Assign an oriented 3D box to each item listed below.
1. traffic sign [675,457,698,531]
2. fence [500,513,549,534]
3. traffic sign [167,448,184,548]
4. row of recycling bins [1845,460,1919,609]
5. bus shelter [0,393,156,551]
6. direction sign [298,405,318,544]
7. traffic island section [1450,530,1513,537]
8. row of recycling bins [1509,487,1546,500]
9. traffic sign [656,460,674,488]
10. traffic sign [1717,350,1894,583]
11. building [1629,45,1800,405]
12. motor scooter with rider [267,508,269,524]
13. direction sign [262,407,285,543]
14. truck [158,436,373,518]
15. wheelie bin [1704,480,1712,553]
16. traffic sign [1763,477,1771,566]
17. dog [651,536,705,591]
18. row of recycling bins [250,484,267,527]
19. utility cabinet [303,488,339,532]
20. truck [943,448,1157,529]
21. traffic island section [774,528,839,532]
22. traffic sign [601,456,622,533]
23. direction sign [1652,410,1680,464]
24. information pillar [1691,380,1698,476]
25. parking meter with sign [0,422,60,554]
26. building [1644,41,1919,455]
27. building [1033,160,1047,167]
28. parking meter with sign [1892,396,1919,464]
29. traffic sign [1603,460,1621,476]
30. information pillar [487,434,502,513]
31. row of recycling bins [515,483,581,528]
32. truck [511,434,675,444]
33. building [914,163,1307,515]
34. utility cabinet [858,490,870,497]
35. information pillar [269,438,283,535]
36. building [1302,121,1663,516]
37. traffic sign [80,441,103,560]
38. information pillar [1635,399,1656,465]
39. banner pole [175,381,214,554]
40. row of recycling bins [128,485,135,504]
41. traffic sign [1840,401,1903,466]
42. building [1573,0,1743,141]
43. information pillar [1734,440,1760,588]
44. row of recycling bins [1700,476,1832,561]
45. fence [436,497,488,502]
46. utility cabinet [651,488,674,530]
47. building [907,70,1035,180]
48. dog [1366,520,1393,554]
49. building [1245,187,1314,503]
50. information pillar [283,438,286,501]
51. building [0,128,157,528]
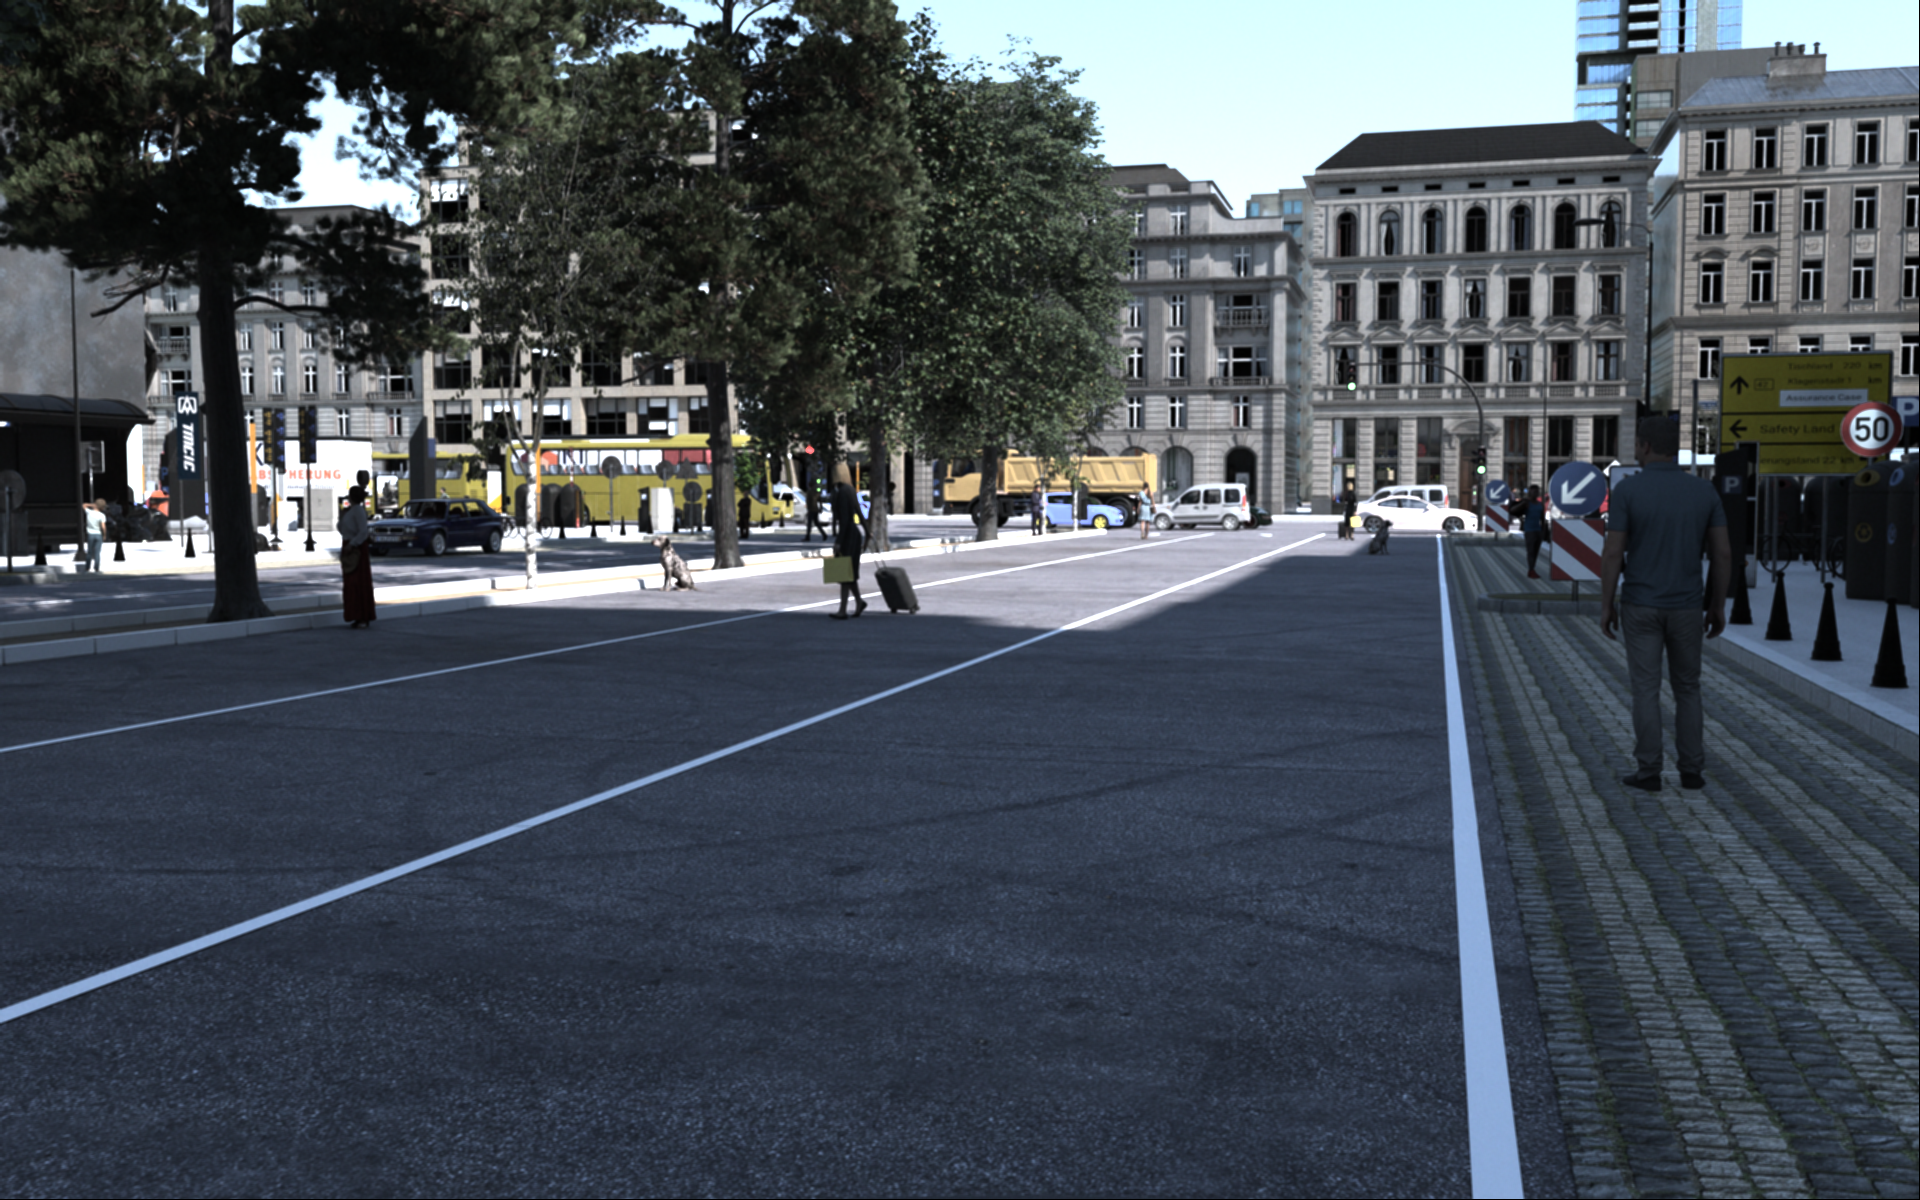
[{"bbox_3d":[-9.608,-3.720,60.831,0.884,2.594,0.081,1,4,17],"label":"traffic sign"},{"bbox_3d":[-14.043,-2.452,55.469,0.278,0.683,2.069,2,4,34],"label":"fence"},{"bbox_3d":[-18.609,-2.530,41.377,0.884,2.594,0.081,1,4,21],"label":"traffic sign"},{"bbox_3d":[11.152,-0.775,19.780,1.069,1.692,3.534,1,4,9],"label":"row of recycling bins"},{"bbox_3d":[-18.852,-2.489,34.620,2.014,3.302,5.546,1,4,15],"label":"bus shelter"},{"bbox_3d":[-16.737,-3.211,44.490,0.876,3.537,0.379,3,5,43],"label":"direction sign"},{"bbox_3d":[17.817,-2.265,59.313,2.009,0.180,2.903,1,4,15],"label":"traffic island section"},{"bbox_3d":[31.681,-5.508,97.171,3.534,1.692,1.069,-3,5,-42],"label":"row of recycling bins"},{"bbox_3d":[-11.085,-3.972,65.044,0.768,2.556,0.104,2,4,23],"label":"traffic sign"},{"bbox_3d":[12.109,-1.898,24.912,2.265,3.308,0.079,1,4,17],"label":"traffic sign"},{"bbox_3d":[70.012,-29.326,163.075,14.154,41.232,14.086,1,4,15],"label":"building"},{"bbox_3d":[-33.542,-4.480,82.208,1.986,1.779,0.876,1,4,16],"label":"motor scooter with rider"},{"bbox_3d":[-18.051,-3.280,45.623,0.379,3.537,0.876,1,4,13],"label":"direction sign"},{"bbox_3d":[-34.770,-5.926,85.804,11.283,4.237,2.839,1,4,13],"label":"truck"},{"bbox_3d":[16.470,-1.846,38.090,0.980,1.594,0.693,1,4,14],"label":"wheelie bin"},{"bbox_3d":[14.448,-1.888,30.980,0.768,2.556,0.104,1,4,22],"label":"traffic sign"},{"bbox_3d":[-4.112,-0.541,25.689,0.800,0.831,0.513,1,4,10],"label":"dog"},{"bbox_3d":[-28.420,-3.788,69.054,1.069,1.692,3.534,-2,4,-32],"label":"row of recycling bins"},{"bbox_3d":[-21.495,-3.031,58.235,1.173,1.500,0.318,1,4,18],"label":"utility cabinet"},{"bbox_3d":[3.360,-4.769,73.905,9.791,3.379,3.469,1,4,14],"label":"truck"},{"bbox_3d":[-5.611,-2.657,65.719,2.009,0.180,2.903,1,4,15],"label":"traffic island section"},{"bbox_3d":[-11.527,-3.494,57.237,0.768,2.556,0.104,1,4,19],"label":"traffic sign"},{"bbox_3d":[19.076,-3.361,46.957,0.379,3.537,0.876,-2,4,-33],"label":"direction sign"},{"bbox_3d":[14.954,-2.688,35.306,0.183,3.616,0.504,1,4,22],"label":"information pillar"},{"bbox_3d":[-20.106,-2.508,37.268,0.543,3.016,1.738,0,4,5],"label":"parking meter with sign"},{"bbox_3d":[53.007,-18.438,98.728,25.104,27.353,12.463,1,4,15],"label":"building"},{"bbox_3d":[1.552,-30.903,197.140,23.993,40.220,32.217,1,4,15],"label":"building"},{"bbox_3d":[16.554,-2.063,29.986,0.543,3.016,1.738,1,4,17],"label":"parking meter with sign"},{"bbox_3d":[22.004,-3.487,58.200,0.795,2.450,0.064,2,4,23],"label":"traffic sign"},{"bbox_3d":[-17.174,-4.432,63.810,0.504,3.616,0.183,-1,4,-22],"label":"information pillar"},{"bbox_3d":[-16.009,-3.677,67.231,3.534,1.692,1.069,3,4,38],"label":"row of recycling bins"},{"bbox_3d":[-15.837,-5.734,82.659,11.283,4.237,2.839,1,4,16],"label":"truck"},{"bbox_3d":[9.741,-16.527,112.016,24.055,21.916,13.314,1,4,15],"label":"building"},{"bbox_3d":[-5.789,-5.999,106.757,0.318,1.500,1.173,2,4,35],"label":"utility cabinet"},{"bbox_3d":[-21.648,-3.870,54.621,0.183,3.616,0.504,-3,4,-39],"label":"information pillar"},{"bbox_3d":[31.265,-16.923,105.571,19.941,23.489,11.050,1,4,15],"label":"building"},{"bbox_3d":[-16.896,-1.931,33.709,0.606,2.300,0.079,1,4,23],"label":"traffic sign"},{"bbox_3d":[16.782,-3.128,42.490,0.504,3.616,0.183,0,4,4],"label":"information pillar"},{"bbox_3d":[-16.425,-2.891,37.282,0.863,3.779,0.401,-3,4,-37],"label":"banner pole"},{"bbox_3d":[-36.721,-4.099,74.138,3.534,1.692,1.069,2,4,26],"label":"row of recycling bins"},{"bbox_3d":[12.498,-1.450,23.809,0.768,2.556,0.104,1,4,20],"label":"traffic sign"},{"bbox_3d":[102.516,-57.654,255.313,31.000,86.520,22.319,1,4,15],"label":"building"},{"bbox_3d":[10.748,-1.175,23.707,0.304,2.012,0.304,1,4,20],"label":"information pillar"},{"bbox_3d":[15.416,-1.626,33.695,3.534,1.692,1.069,1,4,10],"label":"row of recycling bins"},{"bbox_3d":[-18.443,-3.261,64.514,2.264,1.192,0.480,-1,4,-17],"label":"fence"},{"bbox_3d":[-10.506,-3.207,61.108,0.318,1.500,1.173,1,4,19],"label":"utility cabinet"},{"bbox_3d":[-1.167,-29.655,168.450,14.154,41.232,14.086,1,4,15],"label":"building"},{"bbox_3d":[9.883,-1.496,41.297,0.800,0.831,0.513,1,4,18],"label":"dog"},{"bbox_3d":[58.519,-39.658,268.008,30.456,49.044,23.786,1,4,15],"label":"building"},{"bbox_3d":[-28.254,-4.940,72.123,0.504,3.616,0.183,2,4,30],"label":"information pillar"},{"bbox_3d":[-35.157,-11.186,50.347,16.811,18.784,16.820,1,4,15],"label":"building"}]
